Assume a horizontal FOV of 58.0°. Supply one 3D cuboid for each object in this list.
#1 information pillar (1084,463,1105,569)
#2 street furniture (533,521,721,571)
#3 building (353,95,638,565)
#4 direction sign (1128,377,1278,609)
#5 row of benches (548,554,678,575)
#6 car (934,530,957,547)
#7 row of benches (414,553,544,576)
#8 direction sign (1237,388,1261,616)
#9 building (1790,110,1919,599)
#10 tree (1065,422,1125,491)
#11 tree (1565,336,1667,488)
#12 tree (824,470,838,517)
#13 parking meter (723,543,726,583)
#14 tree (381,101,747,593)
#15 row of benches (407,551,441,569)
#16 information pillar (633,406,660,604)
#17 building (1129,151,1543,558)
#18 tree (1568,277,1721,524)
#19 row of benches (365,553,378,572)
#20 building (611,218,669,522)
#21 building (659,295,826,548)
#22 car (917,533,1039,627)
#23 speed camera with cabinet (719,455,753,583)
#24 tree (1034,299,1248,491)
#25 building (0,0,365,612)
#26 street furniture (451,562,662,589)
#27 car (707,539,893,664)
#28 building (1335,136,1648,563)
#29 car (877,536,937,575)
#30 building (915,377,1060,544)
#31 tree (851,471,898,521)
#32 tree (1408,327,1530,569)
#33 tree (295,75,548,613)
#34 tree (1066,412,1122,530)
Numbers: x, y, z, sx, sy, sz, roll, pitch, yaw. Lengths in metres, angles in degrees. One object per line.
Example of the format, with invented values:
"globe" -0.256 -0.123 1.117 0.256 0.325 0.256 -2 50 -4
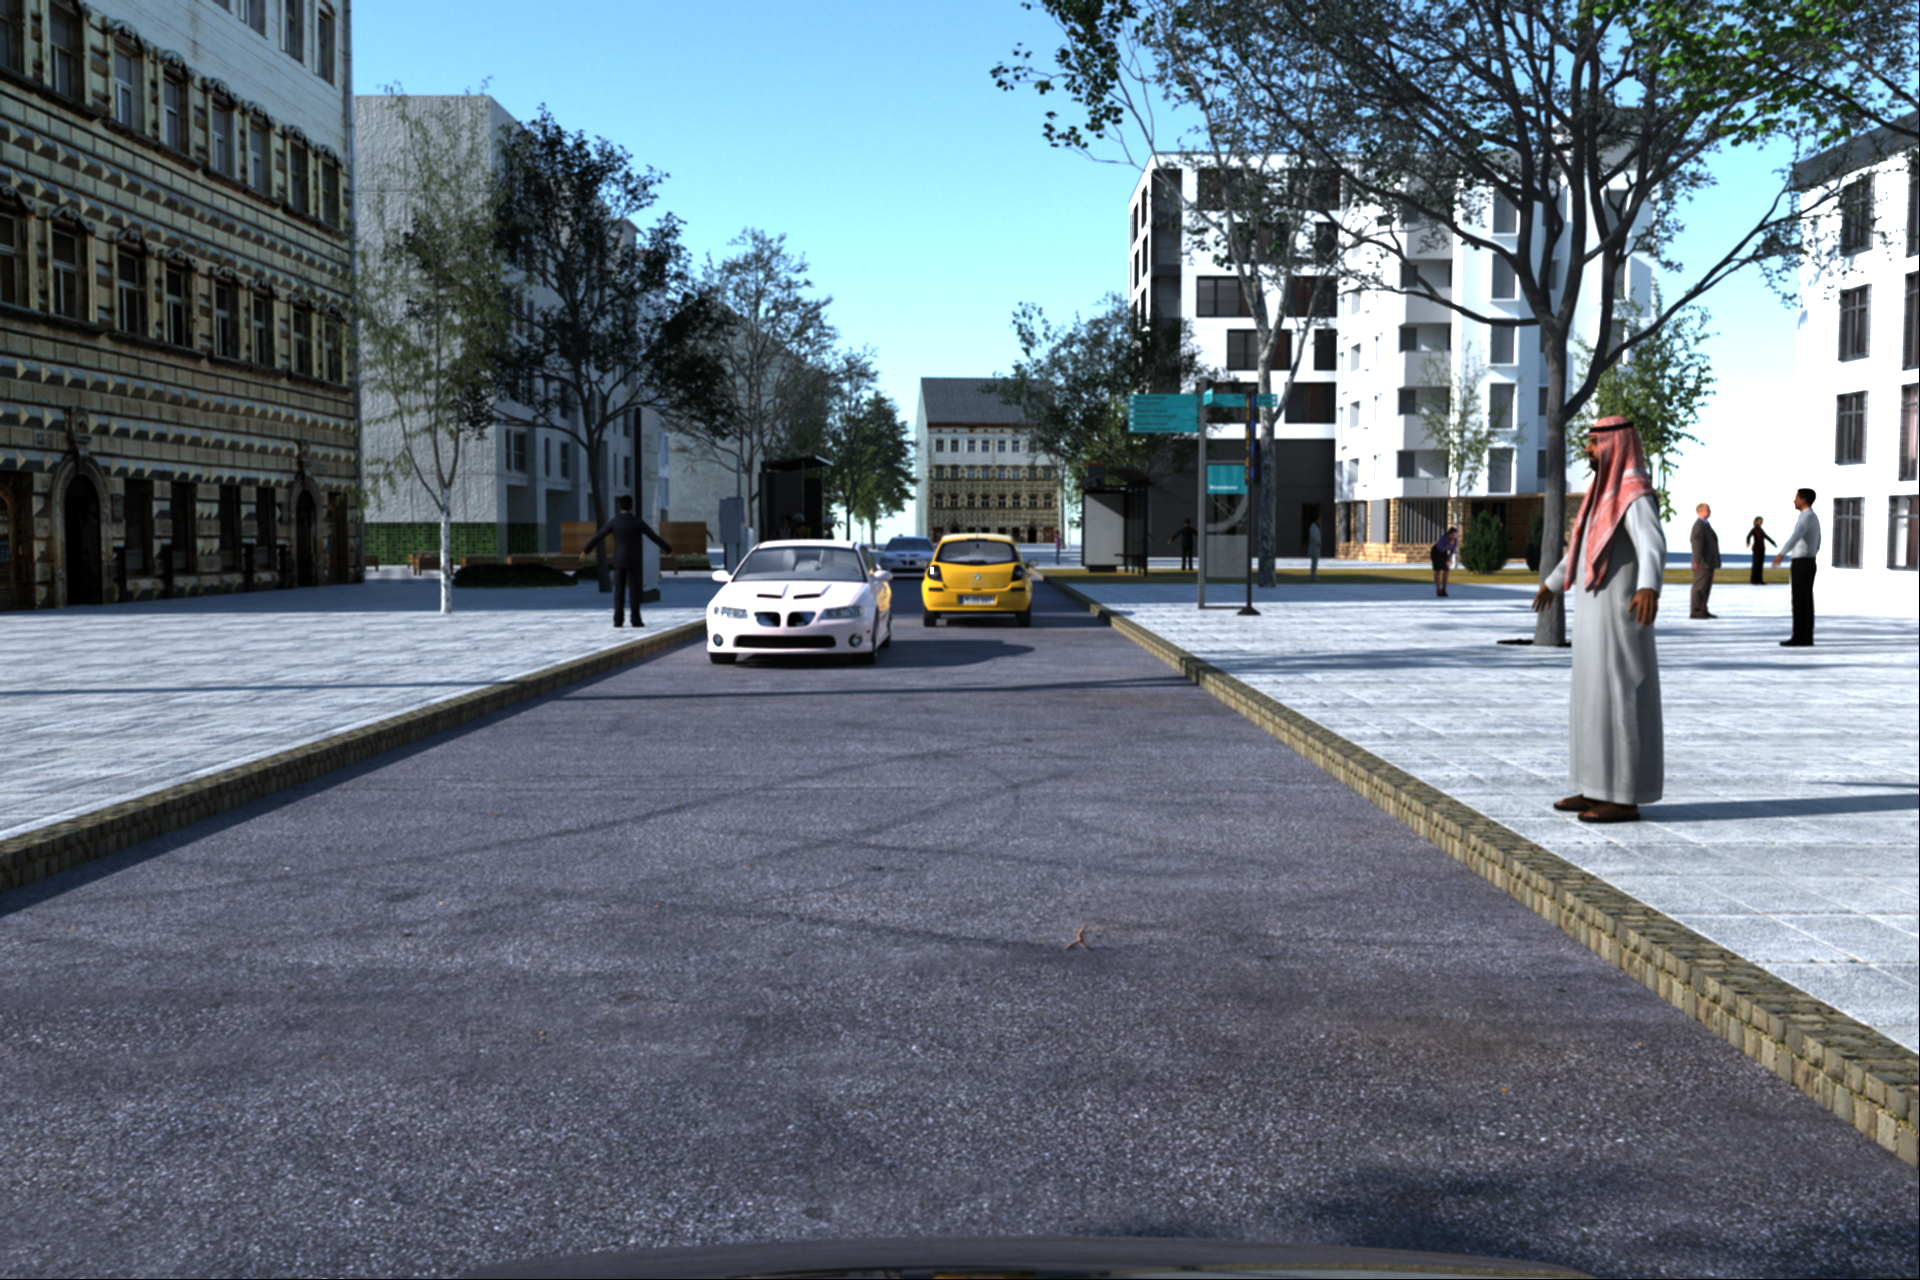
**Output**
"information pillar" 4.942 -4.520 63.280 0.750 3.857 0.750 0 4 -1
"street furniture" -13.254 -3.389 62.267 9.812 1.723 11.010 -1 4 -13
"building" -27.259 -13.420 85.869 16.747 18.905 31.486 0 3 0
"direction sign" 4.113 -2.456 28.918 2.525 3.948 1.411 0 4 1
"row of benches" -10.884 -2.352 53.916 4.104 0.672 1.422 -1 4 -12
"car" -0.581 -6.352 112.903 2.155 1.783 4.494 0 4 1
"row of benches" -15.042 -2.390 54.542 4.104 0.672 1.422 -2 4 -31
"direction sign" 4.577 -2.162 27.344 0.379 3.537 0.876 0 4 1
"building" 23.345 -5.104 25.593 9.099 9.664 28.070 0 4 1
"tree" 8.103 -9.310 102.580 4.737 8.622 4.395 0 3 0
"tree" 23.975 -6.917 63.453 4.737 8.622 4.395 0 3 0
"tree" -21.053 -20.259 237.896 9.857 13.997 8.962 0 3 0
"parking meter" -6.029 -2.437 45.554 0.399 1.863 0.255 0 4 2
"tree" -8.122 -6.329 37.897 7.601 10.594 8.767 1 4 14
"row of benches" -19.565 -2.947 63.651 1.422 0.672 4.104 -2 4 -29
"information pillar" -5.900 -2.526 32.618 0.184 3.620 1.656 0 4 1
"building" 24.360 -16.218 109.147 27.936 21.610 32.646 0 4 0
"tree" 19.478 -6.030 48.960 4.737 8.622 4.395 0 3 0
"row of benches" -21.906 -2.728 60.065 4.104 0.672 1.422 2 4 28
"building" -24.852 -15.203 104.988 16.016 20.090 11.380 0 3 0
"building" -22.928 -20.535 166.668 19.493 23.208 18.063 0 3 0
"car" 0.287 -1.097 28.163 2.015 1.641 3.980 0 4 1
"speed camera with cabinet" -5.664 -3.029 43.852 0.660 3.252 2.038 0 4 1
"tree" 7.161 -8.262 69.504 8.767 10.594 7.601 -1 4 -14
"building" -24.756 -12.501 35.319 19.493 23.208 18.063 0 3 0
"street furniture" -10.649 -1.825 45.466 5.734 0.657 10.072 -1 4 -12
"car" -1.814 -0.504 20.603 2.083 1.381 4.827 0 4 1
"building" 24.727 -14.222 88.950 16.016 20.090 11.380 0 4 1
"car" -1.622 -2.692 56.379 2.083 1.381 4.827 0 4 0
"building" 3.517 -24.982 241.847 18.063 23.208 19.493 0 4 -6
"tree" -11.683 -18.723 240.528 7.601 10.594 8.767 0 4 -1
"tree" 17.742 -6.866 62.630 4.360 8.622 3.978 0 3 0
"tree" -8.223 -4.727 27.648 4.360 8.622 3.978 0 3 0
"tree" 7.501 -8.800 94.244 4.737 8.622 4.395 0 3 0
